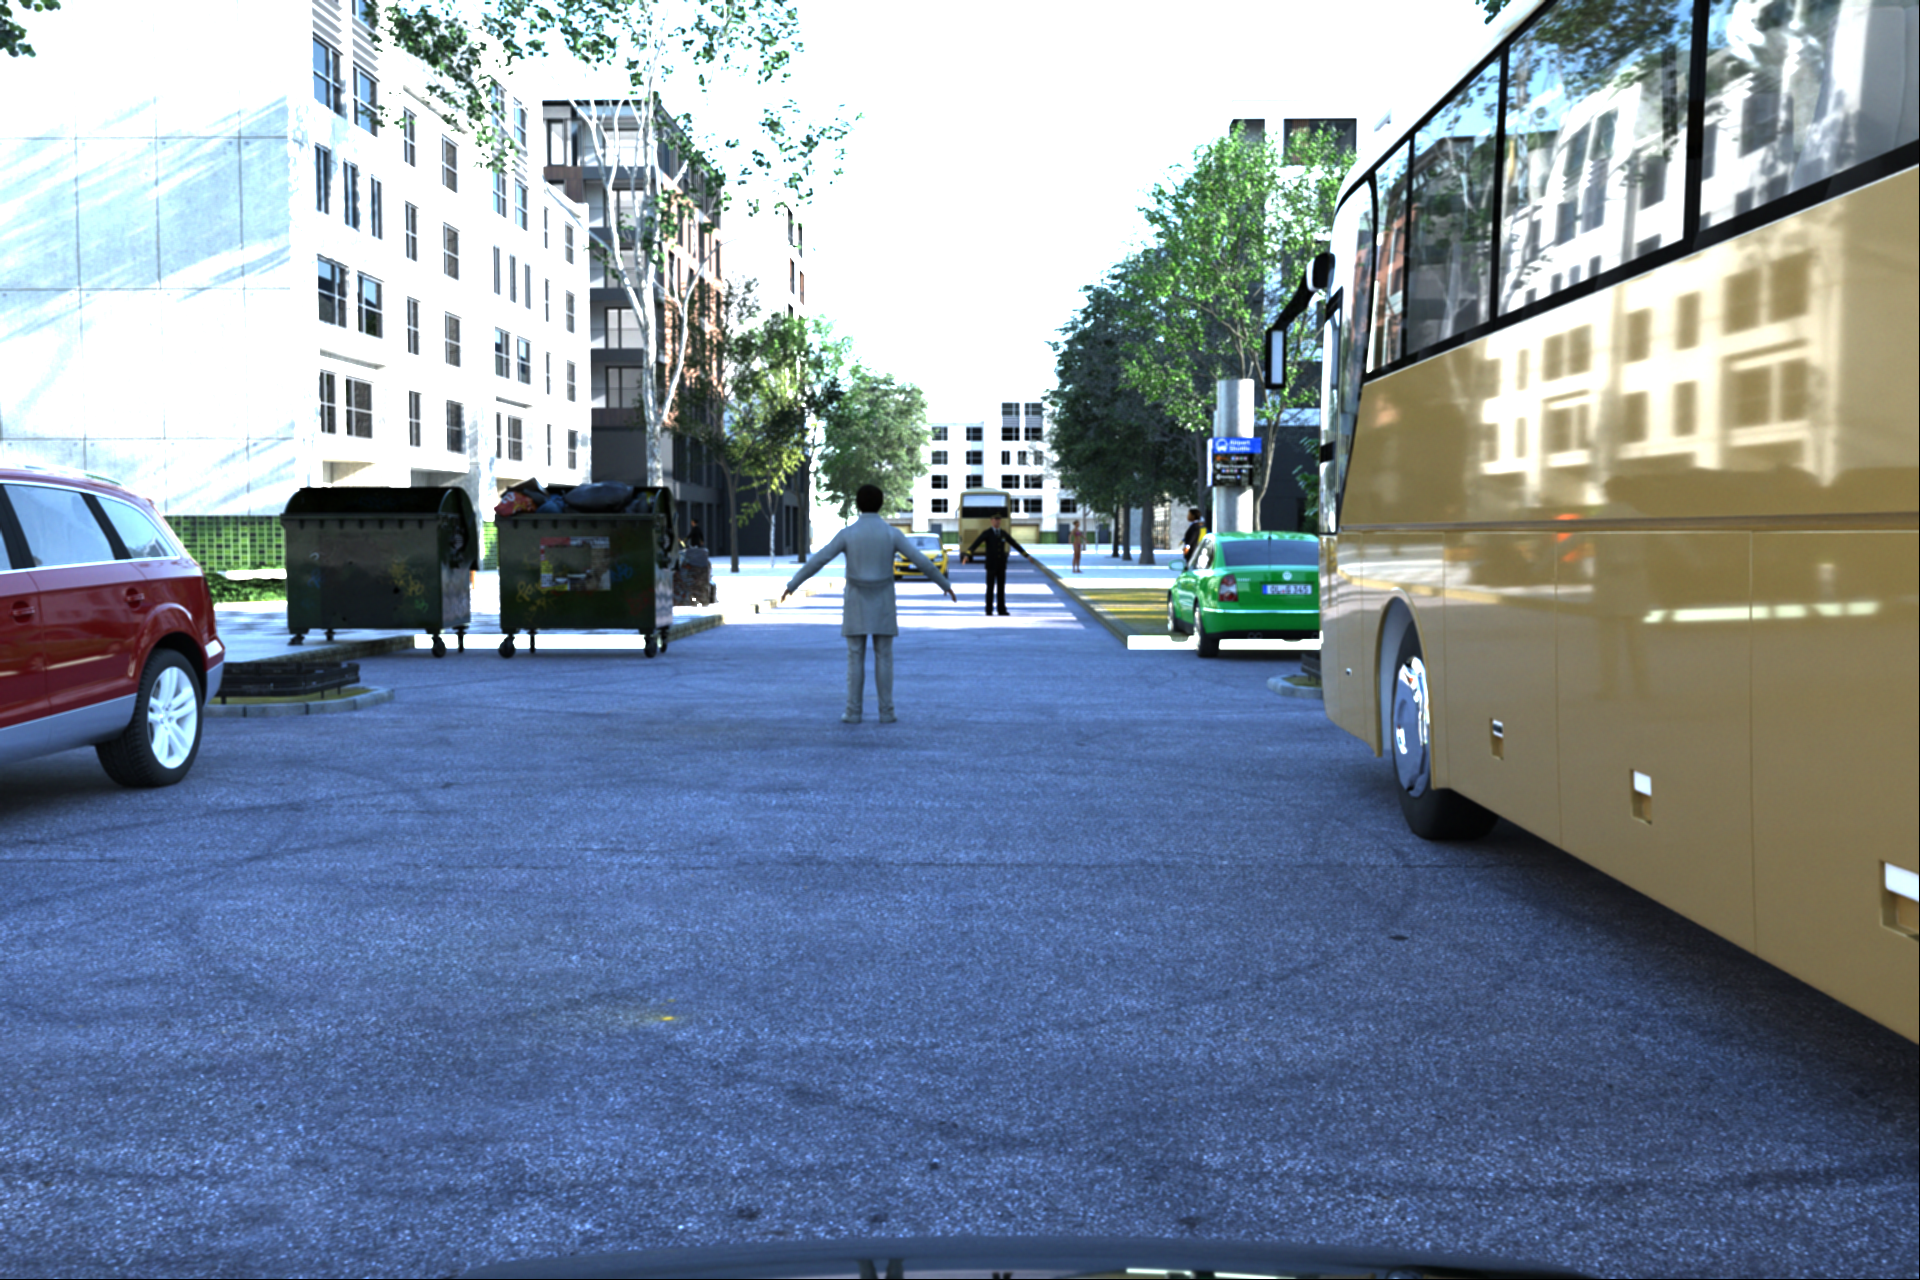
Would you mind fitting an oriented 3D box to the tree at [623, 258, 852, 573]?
[{"bbox_3d":[-7.422,-7.554,57.923,8.767,10.594,7.601,1,4,13],"label":"tree"}]

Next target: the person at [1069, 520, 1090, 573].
[{"bbox_3d":[3.931,-3.085,57.239,0.721,1.733,1.217,3,4,36],"label":"person"}]

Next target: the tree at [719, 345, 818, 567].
[{"bbox_3d":[-7.356,-7.151,67.288,4.737,8.622,4.395,0,3,0],"label":"tree"}]

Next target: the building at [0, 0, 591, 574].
[{"bbox_3d":[-24.929,-11.829,59.864,16.747,18.905,31.486,0,4,2],"label":"building"}]

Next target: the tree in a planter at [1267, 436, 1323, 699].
[{"bbox_3d":[3.856,-1.131,15.707,1.991,3.239,1.994,0,4,1],"label":"tree in a planter"}]

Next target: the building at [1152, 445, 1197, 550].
[{"bbox_3d":[25.811,-19.122,143.580,19.493,23.208,18.063,0,4,1],"label":"building"}]

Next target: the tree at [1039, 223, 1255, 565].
[{"bbox_3d":[7.963,-10.154,72.681,9.857,13.997,8.962,0,3,0],"label":"tree"}]

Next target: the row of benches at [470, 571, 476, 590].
[{"bbox_3d":[-12.442,-1.554,40.871,1.422,0.672,4.104,-3,4,-36],"label":"row of benches"}]

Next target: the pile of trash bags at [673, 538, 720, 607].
[{"bbox_3d":[-5.373,-1.275,30.591,1.912,1.369,3.447,0,4,3],"label":"pile of trash bags"}]

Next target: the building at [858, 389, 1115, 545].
[{"bbox_3d":[2.907,-21.398,218.765,31.486,18.905,16.747,0,4,-3],"label":"building"}]

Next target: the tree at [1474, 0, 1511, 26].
[{"bbox_3d":[10.169,-6.988,20.914,9.857,13.997,8.962,0,3,0],"label":"tree"}]

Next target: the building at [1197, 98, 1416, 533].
[{"bbox_3d":[27.153,-15.518,97.697,27.936,21.610,32.646,0,4,2],"label":"building"}]

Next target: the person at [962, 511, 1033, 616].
[{"bbox_3d":[0.642,-1.350,30.467,1.347,1.837,0.705,-1,4,-22],"label":"person"}]

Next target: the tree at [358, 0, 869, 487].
[{"bbox_3d":[-8.466,-11.366,41.726,12.611,20.169,13.585,0,3,0],"label":"tree"}]

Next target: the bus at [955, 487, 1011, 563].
[{"bbox_3d":[1.193,-6.007,89.766,2.896,3.916,12.252,0,3,0],"label":"bus"}]

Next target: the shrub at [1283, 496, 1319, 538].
[{"bbox_3d":[5.894,-1.456,27.845,1.661,2.075,1.752,0,3,0],"label":"shrub"}]

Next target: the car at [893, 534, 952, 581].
[{"bbox_3d":[-1.239,-2.685,54.131,2.015,1.641,3.980,0,4,1],"label":"car"}]

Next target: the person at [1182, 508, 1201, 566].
[{"bbox_3d":[4.092,-1.486,31.023,0.721,1.740,1.216,1,4,12],"label":"person"}]

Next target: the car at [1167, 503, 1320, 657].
[{"bbox_3d":[3.644,-0.776,21.484,1.959,1.807,4.718,0,4,0],"label":"car"}]

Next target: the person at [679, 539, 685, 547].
[{"bbox_3d":[-8.464,-2.626,49.069,1.346,1.812,0.704,1,4,11],"label":"person"}]

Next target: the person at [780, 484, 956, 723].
[{"bbox_3d":[-0.689,-0.278,13.187,1.347,1.806,0.705,0,4,-6],"label":"person"}]

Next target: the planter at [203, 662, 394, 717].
[{"bbox_3d":[-5.903,0.404,14.531,1.991,0.319,1.994,0,4,1],"label":"planter"}]

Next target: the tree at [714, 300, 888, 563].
[{"bbox_3d":[-6.996,-9.219,76.494,9.928,11.665,9.643,0,3,0],"label":"tree"}]

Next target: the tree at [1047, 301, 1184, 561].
[{"bbox_3d":[8.117,-10.107,83.381,7.486,12.596,7.792,0,3,0],"label":"tree"}]

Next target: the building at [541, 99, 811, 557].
[{"bbox_3d":[-24.246,-15.551,98.235,27.936,21.610,32.646,0,4,2],"label":"building"}]

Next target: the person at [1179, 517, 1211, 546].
[{"bbox_3d":[6.835,-2.617,49.257,1.216,1.772,0.721,0,4,3],"label":"person"}]

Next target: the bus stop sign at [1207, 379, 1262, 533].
[{"bbox_3d":[4.714,-2.493,29.785,0.837,3.901,0.837,0,4,2],"label":"bus stop sign"}]

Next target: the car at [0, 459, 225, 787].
[{"bbox_3d":[-5.523,0.017,8.393,2.281,1.827,5.304,0,4,1],"label":"car"}]

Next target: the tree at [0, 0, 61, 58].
[{"bbox_3d":[-11.789,-6.525,13.344,9.857,13.997,8.962,0,3,0],"label":"tree"}]

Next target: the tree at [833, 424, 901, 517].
[{"bbox_3d":[-6.788,-9.988,113.661,4.360,8.622,3.978,0,3,0],"label":"tree"}]

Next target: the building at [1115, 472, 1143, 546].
[{"bbox_3d":[27.171,-22.091,192.110,19.493,23.208,18.063,0,4,1],"label":"building"}]

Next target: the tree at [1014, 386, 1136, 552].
[{"bbox_3d":[9.202,-13.187,125.975,12.009,13.543,11.850,0,3,0],"label":"tree"}]

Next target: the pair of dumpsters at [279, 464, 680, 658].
[{"bbox_3d":[-5.614,-0.946,20.420,4.436,2.255,1.574,0,4,1],"label":"pair of dumpsters"}]

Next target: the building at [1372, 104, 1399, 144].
[{"bbox_3d":[23.630,-13.523,77.528,16.016,20.090,11.380,0,4,1],"label":"building"}]

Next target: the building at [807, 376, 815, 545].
[{"bbox_3d":[-22.160,-20.305,188.414,16.016,20.090,11.380,0,4,2],"label":"building"}]

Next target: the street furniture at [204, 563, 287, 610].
[{"bbox_3d":[-14.146,-1.073,33.167,5.734,0.657,10.072,1,4,16],"label":"street furniture"}]

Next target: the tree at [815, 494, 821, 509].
[{"bbox_3d":[-19.605,-16.498,220.097,4.737,8.622,4.395,0,3,0],"label":"tree"}]

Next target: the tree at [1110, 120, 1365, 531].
[{"bbox_3d":[7.409,-7.145,42.573,9.928,11.665,9.643,0,3,0],"label":"tree"}]

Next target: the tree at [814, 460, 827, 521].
[{"bbox_3d":[-19.899,-18.045,213.156,7.486,12.596,7.792,0,3,0],"label":"tree"}]

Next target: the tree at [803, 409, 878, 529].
[{"bbox_3d":[-6.124,-8.948,96.669,4.360,8.622,3.978,0,3,0],"label":"tree"}]

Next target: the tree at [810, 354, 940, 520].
[{"bbox_3d":[-6.297,-13.268,123.591,9.857,13.997,8.962,0,3,0],"label":"tree"}]

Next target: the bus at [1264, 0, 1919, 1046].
[{"bbox_3d":[3.273,-0.815,4.877,2.896,3.916,12.252,0,4,1],"label":"bus"}]

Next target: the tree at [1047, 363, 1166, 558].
[{"bbox_3d":[8.468,-10.327,94.600,9.928,11.665,9.643,0,3,0],"label":"tree"}]

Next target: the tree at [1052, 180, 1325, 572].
[{"bbox_3d":[8.273,-9.040,58.180,12.009,13.543,11.850,0,3,0],"label":"tree"}]

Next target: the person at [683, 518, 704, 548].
[{"bbox_3d":[-9.017,-3.234,58.818,0.705,1.837,1.347,1,4,21],"label":"person"}]

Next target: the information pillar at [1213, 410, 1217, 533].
[{"bbox_3d":[4.935,-2.519,32.504,0.184,3.620,1.656,0,4,1],"label":"information pillar"}]

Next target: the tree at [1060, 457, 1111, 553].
[{"bbox_3d":[9.064,-10.165,116.562,4.737,8.622,4.395,0,3,0],"label":"tree"}]
